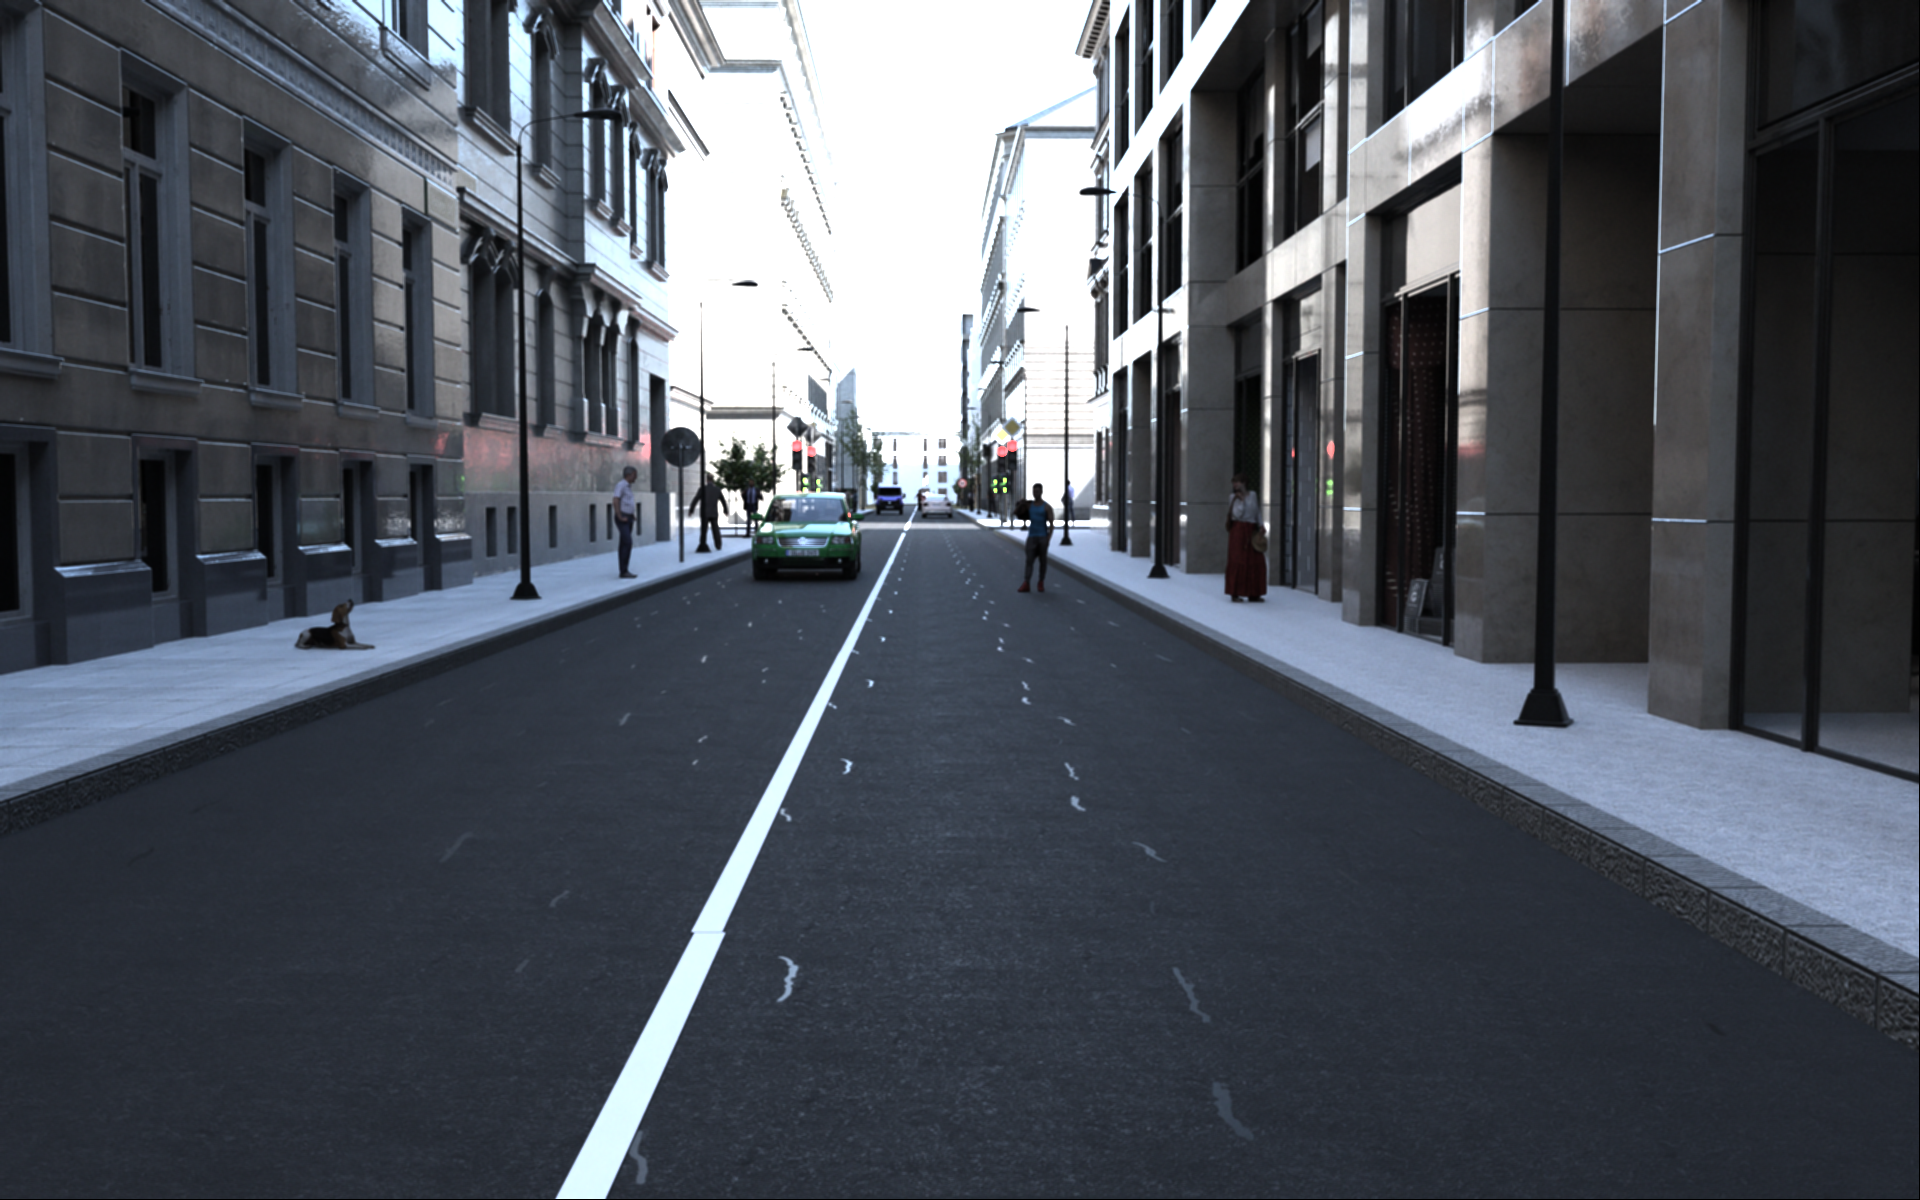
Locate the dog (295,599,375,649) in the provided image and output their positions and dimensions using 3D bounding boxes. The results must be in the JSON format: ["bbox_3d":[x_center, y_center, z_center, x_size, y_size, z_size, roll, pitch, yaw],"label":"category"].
[{"bbox_3d":[-5.244,0.200,14.467,0.550,0.427,0.748,-2,4,-33],"label":"dog"}]

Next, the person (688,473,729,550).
[{"bbox_3d":[-5.781,-2.028,39.760,0.990,1.755,0.434,-2,4,-25],"label":"person"}]

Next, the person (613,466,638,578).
[{"bbox_3d":[-5.100,-1.204,26.669,0.436,1.711,0.756,1,4,15],"label":"person"}]

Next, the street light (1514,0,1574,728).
[{"bbox_3d":[2.722,-2.260,9.499,1.470,5.913,1.316,0,4,-1],"label":"street light"}]

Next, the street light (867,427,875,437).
[{"bbox_3d":[-6.844,-9.047,120.451,1.470,5.913,1.316,0,4,-1],"label":"street light"}]

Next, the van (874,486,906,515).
[{"bbox_3d":[-4.996,-7.263,123.137,2.240,2.365,5.245,0,4,-2],"label":"van"}]

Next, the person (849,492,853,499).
[{"bbox_3d":[-8.630,-7.987,139.815,0.628,1.438,0.799,0,4,1],"label":"person"}]

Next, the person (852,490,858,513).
[{"bbox_3d":[-6.950,-6.474,114.107,0.499,1.552,0.429,-3,4,-37],"label":"person"}]

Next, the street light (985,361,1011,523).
[{"bbox_3d":[1.725,-5.374,60.401,1.470,5.913,1.316,0,4,-1],"label":"street light"}]

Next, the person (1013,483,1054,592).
[{"bbox_3d":[1.068,-0.929,25.554,0.647,1.594,0.662,1,4,15],"label":"person"}]

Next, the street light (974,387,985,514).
[{"bbox_3d":[1.456,-6.301,75.569,1.470,5.913,1.316,0,4,-1],"label":"street light"}]

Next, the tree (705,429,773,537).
[{"bbox_3d":[-6.729,-3.509,51.979,1.663,3.219,1.824,0,3,0],"label":"tree"}]

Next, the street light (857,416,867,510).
[{"bbox_3d":[-6.453,-7.984,103.075,1.470,5.913,1.316,0,4,-1],"label":"street light"}]

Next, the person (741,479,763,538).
[{"bbox_3d":[-6.079,-2.668,50.481,0.655,1.722,0.431,1,4,12],"label":"person"}]

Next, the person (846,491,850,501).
[{"bbox_3d":[-9.349,-8.223,142.695,0.471,1.553,0.569,3,5,41],"label":"person"}]

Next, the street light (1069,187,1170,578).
[{"bbox_3d":[2.503,-3.292,26.367,1.470,5.913,1.316,0,4,-1],"label":"street light"}]

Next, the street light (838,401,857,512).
[{"bbox_3d":[-6.034,-6.952,86.212,1.470,5.913,1.316,0,4,-1],"label":"street light"}]

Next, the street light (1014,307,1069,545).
[{"bbox_3d":[2.119,-4.324,43.232,1.470,5.913,1.316,0,4,-1],"label":"street light"}]

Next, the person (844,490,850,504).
[{"bbox_3d":[-8.984,-7.960,137.648,0.566,1.644,0.517,-1,4,-18],"label":"person"}]

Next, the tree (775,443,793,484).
[{"bbox_3d":[-6.559,-3.809,56.872,1.663,3.219,1.824,0,3,0],"label":"tree"}]

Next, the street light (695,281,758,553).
[{"bbox_3d":[-5.098,-3.996,37.880,1.470,5.913,1.316,0,4,-1],"label":"street light"}]

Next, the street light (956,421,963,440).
[{"bbox_3d":[0.653,-8.390,109.714,1.470,5.913,1.316,0,4,-1],"label":"street light"}]

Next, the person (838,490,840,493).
[{"bbox_3d":[-8.069,-6.535,115.166,0.482,1.546,0.388,0,4,-4],"label":"person"}]

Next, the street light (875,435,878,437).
[{"bbox_3d":[-7.157,-10.078,137.317,1.470,5.913,1.316,0,4,-1],"label":"street light"}]

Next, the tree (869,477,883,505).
[{"bbox_3d":[-9.423,-12.298,195.672,1.663,3.219,1.824,0,3,0],"label":"tree"}]

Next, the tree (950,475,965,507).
[{"bbox_3d":[-0.188,-11.256,178.629,1.663,3.219,1.824,0,3,0],"label":"tree"}]

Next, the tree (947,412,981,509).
[{"bbox_3d":[1.335,-12.161,149.197,4.737,8.622,4.395,0,3,0],"label":"tree"}]

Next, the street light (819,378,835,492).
[{"bbox_3d":[-5.818,-5.921,69.344,1.470,5.913,1.316,0,4,-1],"label":"street light"}]

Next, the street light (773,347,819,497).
[{"bbox_3d":[-5.358,-5.041,54.961,1.470,5.913,1.316,0,4,-1],"label":"street light"}]

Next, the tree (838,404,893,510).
[{"bbox_3d":[-8.120,-11.721,141.997,4.737,8.622,4.395,0,3,0],"label":"tree"}]

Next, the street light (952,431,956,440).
[{"bbox_3d":[0.309,-9.458,127.172,1.470,5.913,1.316,0,4,-1],"label":"street light"}]

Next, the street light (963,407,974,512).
[{"bbox_3d":[1.048,-7.358,92.850,1.470,5.913,1.316,0,4,-1],"label":"street light"}]

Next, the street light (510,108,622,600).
[{"bbox_3d":[-4.771,-2.965,21.014,1.470,5.913,1.316,0,4,-1],"label":"street light"}]
